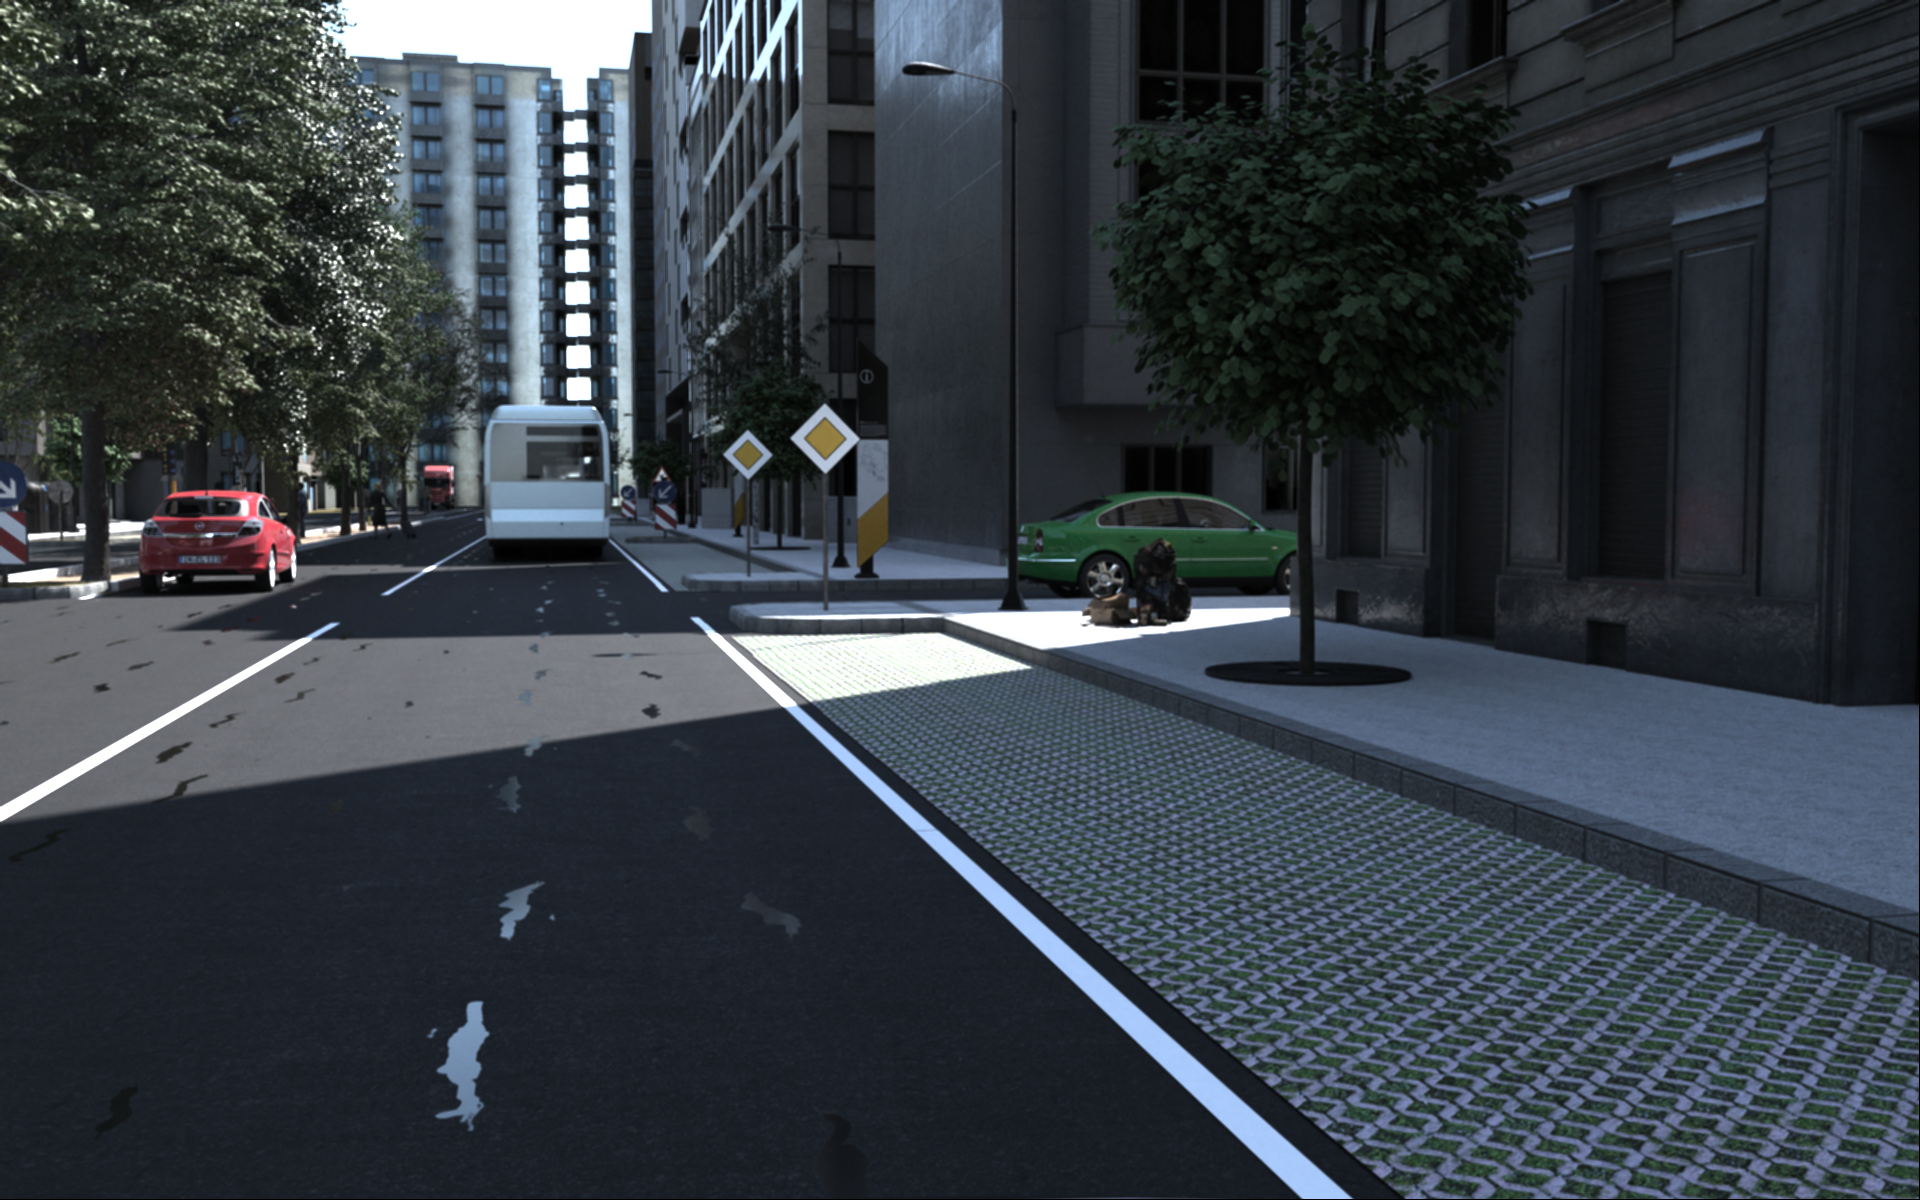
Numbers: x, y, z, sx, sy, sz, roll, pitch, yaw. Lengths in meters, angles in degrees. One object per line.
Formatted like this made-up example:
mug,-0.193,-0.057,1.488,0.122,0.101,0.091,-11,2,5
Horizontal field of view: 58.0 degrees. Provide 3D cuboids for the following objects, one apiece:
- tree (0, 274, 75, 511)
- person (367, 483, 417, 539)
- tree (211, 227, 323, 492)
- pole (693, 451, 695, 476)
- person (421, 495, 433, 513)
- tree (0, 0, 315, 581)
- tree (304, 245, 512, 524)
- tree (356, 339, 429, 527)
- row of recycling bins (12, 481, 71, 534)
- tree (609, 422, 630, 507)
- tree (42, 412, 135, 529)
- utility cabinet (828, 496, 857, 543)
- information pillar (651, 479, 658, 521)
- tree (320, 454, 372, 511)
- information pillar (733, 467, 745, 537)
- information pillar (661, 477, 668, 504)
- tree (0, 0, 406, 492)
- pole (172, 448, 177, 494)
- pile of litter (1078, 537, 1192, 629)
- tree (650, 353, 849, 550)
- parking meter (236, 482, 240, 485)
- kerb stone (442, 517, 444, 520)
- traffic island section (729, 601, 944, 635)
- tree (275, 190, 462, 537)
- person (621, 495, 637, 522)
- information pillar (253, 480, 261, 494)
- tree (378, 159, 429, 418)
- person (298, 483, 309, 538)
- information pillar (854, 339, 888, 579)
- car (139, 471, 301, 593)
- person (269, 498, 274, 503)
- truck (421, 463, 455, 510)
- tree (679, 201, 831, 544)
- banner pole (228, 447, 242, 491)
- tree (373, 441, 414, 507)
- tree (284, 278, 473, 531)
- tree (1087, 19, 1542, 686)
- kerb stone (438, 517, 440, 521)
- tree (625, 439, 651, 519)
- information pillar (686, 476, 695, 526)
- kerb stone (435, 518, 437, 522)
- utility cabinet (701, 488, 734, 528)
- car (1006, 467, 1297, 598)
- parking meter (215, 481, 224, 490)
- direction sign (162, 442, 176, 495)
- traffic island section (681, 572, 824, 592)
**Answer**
tree,-28.966,-6.282,53.075,4.737,8.622,4.395,0,3,0
person,-18.259,-2.859,55.460,1.509,1.804,0.699,1,4,12
tree,-17.948,-5.532,43.260,4.737,8.622,4.395,0,3,0
pole,-12.693,-5.410,82.296,0.158,3.312,0.155,0,3,0
person,-40.295,-7.429,130.697,1.217,1.736,0.721,1,4,21
tree,-13.490,-6.489,26.679,7.486,12.596,7.792,0,3,0
tree,-26.617,-10.386,82.633,12.009,13.543,11.850,0,3,0
tree,-24.653,-7.394,73.717,4.737,8.622,4.395,0,3,0
row of recycling bins,-30.231,-3.049,56.970,1.069,1.692,3.534,-1,4,-9
tree,-35.609,-13.821,176.331,4.360,8.622,3.978,0,3,0
tree,-32.001,-4.885,63.583,4.285,4.588,4.351,0,3,0
utility cabinet,-3.063,-2.101,45.513,1.020,1.237,0.306,1,4,14
information pillar,-14.519,-4.764,82.378,0.304,2.012,0.304,-1,4,-19
tree,-49.789,-9.657,141.610,4.285,4.588,4.351,0,3,0
information pillar,-6.622,-3.703,51.904,0.183,3.616,0.504,-3,4,-36
information pillar,-12.748,-4.300,74.795,0.304,2.012,0.304,0,4,-8
tree,-16.003,-7.750,35.831,9.857,13.997,8.962,0,3,0
pole,-35.003,-5.094,77.130,0.158,3.312,0.155,0,3,0
pile of litter,1.700,-0.204,17.300,1.176,0.858,1.719,3,5,41
tree,-4.141,-3.452,40.154,4.285,4.588,4.351,0,3,0
parking meter,-35.506,-4.874,85.401,0.255,1.863,0.399,0,4,-5
kerb stone,-28.212,-4.381,93.822,0.120,0.150,1.000,-1,4,-13
traffic island section,-1.461,0.193,19.129,2.009,0.180,2.903,-1,4,-13
tree,-20.615,-7.942,58.057,9.928,11.665,9.643,0,3,0
person,-16.067,-4.592,84.059,0.782,1.767,0.515,-1,4,-10
information pillar,-37.168,-5.330,91.642,0.304,2.012,0.304,-3,4,-38
tree,-19.189,-7.875,49.336,7.486,12.596,7.792,0,3,0
person,-21.198,-2.879,55.751,0.419,1.800,0.721,-1,4,-19
information pillar,-1.344,-2.139,26.322,0.504,3.616,0.183,-1,4,-17
car,-11.342,-1.077,26.646,2.155,1.783,4.494,-1,4,-15
person,-28.319,-3.558,71.336,0.373,1.253,0.362,-1,4,-21
truck,-48.391,-10.524,160.976,2.839,4.237,11.283,-1,4,-14
tree,-5.258,-5.741,44.233,4.360,8.622,3.978,0,3,0
banner pole,-38.682,-6.259,92.359,0.863,3.779,0.401,-1,4,-21
tree,-56.110,-13.535,171.662,4.360,8.622,3.978,0,3,0
tree,-23.019,-7.936,66.616,8.767,10.594,7.601,-1,4,-13
tree,2.515,-1.742,12.198,4.285,4.588,4.351,0,3,0
kerb stone,-27.523,-4.197,90.821,0.120,0.150,1.000,-1,4,-13
tree,-15.597,-6.494,89.897,4.285,4.588,4.351,0,3,0
information pillar,-10.998,-4.050,70.710,0.304,2.012,0.304,-1,4,-23
kerb stone,-27.064,-4.074,88.826,0.120,0.150,1.000,-1,4,-13
utility cabinet,-8.972,-3.397,64.225,1.173,1.500,0.318,1,4,14
car,3.006,-0.900,23.509,4.718,1.807,1.959,-1,4,-13
parking meter,-34.373,-4.569,80.410,0.399,1.863,0.255,2,4,29
direction sign,-32.077,-4.787,70.272,0.876,3.537,0.379,2,4,32
traffic island section,-3.260,-0.283,26.909,2.009,0.180,2.903,-1,4,-13
